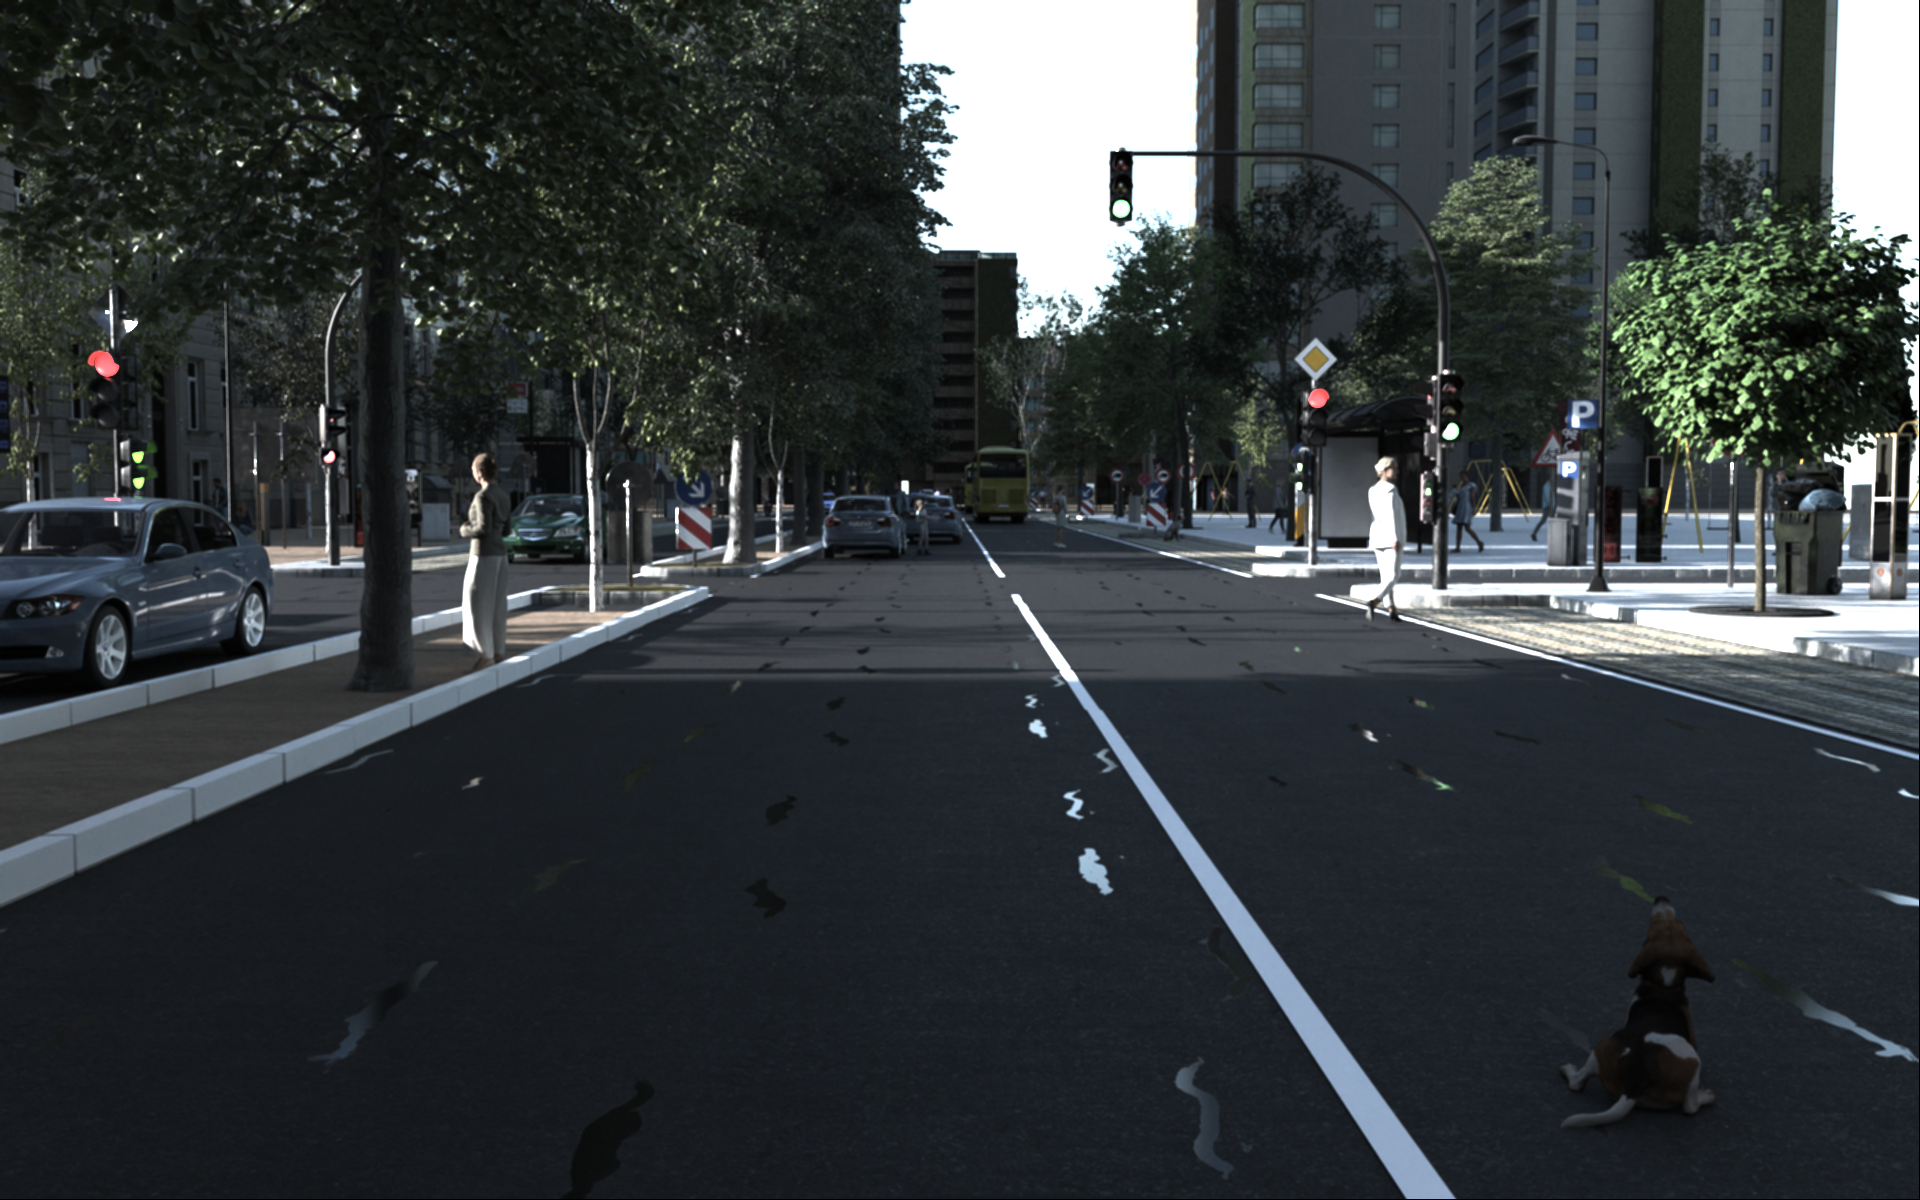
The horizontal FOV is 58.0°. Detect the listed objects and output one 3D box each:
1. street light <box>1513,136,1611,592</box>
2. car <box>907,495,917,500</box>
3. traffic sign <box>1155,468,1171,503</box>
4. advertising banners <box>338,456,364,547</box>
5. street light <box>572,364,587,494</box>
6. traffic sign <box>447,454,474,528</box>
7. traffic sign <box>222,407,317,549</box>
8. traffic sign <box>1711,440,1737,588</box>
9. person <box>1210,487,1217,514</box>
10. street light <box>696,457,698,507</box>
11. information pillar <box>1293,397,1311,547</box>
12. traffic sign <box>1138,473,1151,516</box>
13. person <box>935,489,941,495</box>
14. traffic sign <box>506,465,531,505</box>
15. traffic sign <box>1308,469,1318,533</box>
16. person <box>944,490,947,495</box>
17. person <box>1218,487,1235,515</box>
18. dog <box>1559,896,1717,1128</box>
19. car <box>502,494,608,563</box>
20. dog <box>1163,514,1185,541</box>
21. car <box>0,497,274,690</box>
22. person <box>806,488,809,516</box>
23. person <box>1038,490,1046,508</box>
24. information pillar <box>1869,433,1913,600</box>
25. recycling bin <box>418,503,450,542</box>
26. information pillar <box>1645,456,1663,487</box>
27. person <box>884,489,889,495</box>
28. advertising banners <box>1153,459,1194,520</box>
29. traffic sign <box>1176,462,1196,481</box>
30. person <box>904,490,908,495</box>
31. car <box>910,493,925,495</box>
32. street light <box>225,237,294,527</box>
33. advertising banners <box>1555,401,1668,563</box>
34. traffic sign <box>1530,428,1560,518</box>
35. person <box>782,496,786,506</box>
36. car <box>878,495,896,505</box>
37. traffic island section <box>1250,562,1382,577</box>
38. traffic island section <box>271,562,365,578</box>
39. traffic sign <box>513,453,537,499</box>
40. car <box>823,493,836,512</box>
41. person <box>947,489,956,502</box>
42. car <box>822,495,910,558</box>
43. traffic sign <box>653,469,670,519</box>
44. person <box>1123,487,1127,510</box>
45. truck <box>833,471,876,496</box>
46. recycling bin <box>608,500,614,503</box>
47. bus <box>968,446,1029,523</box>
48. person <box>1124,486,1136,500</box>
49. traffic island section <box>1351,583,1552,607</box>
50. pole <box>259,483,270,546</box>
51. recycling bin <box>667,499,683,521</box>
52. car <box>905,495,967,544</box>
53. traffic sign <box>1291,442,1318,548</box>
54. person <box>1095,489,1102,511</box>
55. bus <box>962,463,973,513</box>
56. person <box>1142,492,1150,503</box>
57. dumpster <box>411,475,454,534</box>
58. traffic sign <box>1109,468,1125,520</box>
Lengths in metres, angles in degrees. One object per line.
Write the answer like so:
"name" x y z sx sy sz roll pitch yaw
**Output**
"street light" 7.865 -3.063 22.624 1.470 5.913 1.316 0 4 0
"car" -1.577 -3.584 70.595 2.014 1.417 4.499 0 4 0
"traffic sign" 9.860 -5.138 84.107 0.768 2.556 0.104 0 4 6
"advertising banners" -14.480 -2.789 41.794 0.090 3.025 2.074 1 4 14
"street light" -13.008 -5.392 60.702 1.470 5.913 1.316 0 4 0
"traffic sign" -16.252 -3.445 56.332 0.884 2.594 0.081 0 4 1
"traffic sign" -16.139 -2.852 40.508 2.265 3.308 0.079 0 4 5
"traffic sign" 10.557 -1.440 23.657 0.768 2.556 0.104 0 4 1
"person" 16.463 -6.438 112.028 0.721 1.743 1.217 1 4 14
"street light" -13.127 -7.182 89.966 1.470 5.913 1.316 0 4 0
"information pillar" 8.388 -3.102 42.078 0.504 3.616 0.183 0 4 -6
"traffic sign" 10.943 -6.279 102.761 0.768 2.556 0.104 0 4 1
"person" -1.719 -8.008 139.294 0.709 1.838 0.599 1 4 20
"traffic sign" -15.145 -3.633 59.408 0.884 2.594 0.081 0 4 1
"traffic sign" 11.409 -3.461 56.696 0.768 2.556 0.104 0 4 4
"person" -1.258 -9.298 160.546 0.705 1.821 1.348 0 3 0
"person" 16.591 -6.189 107.945 1.217 1.736 0.721 -1 4 -16
"dog" 1.621 0.976 4.242 0.748 0.427 0.550 -1 4 -22
"car" -8.699 -1.564 37.367 2.131 1.459 4.920 0 4 -2
"dog" 6.401 -2.197 52.758 0.800 0.831 0.513 3 5 39
"car" -7.141 -0.134 14.201 2.014 1.417 4.499 0 4 -1
"person" -10.048 -6.524 115.183 0.705 1.822 1.348 -2 4 -27
"person" 7.637 -9.383 160.385 0.756 1.711 0.436 1 4 12
"information pillar" 11.320 -1.014 21.073 0.304 2.012 0.304 -2 4 -26
"recycling bin" -14.276 -2.107 47.001 0.722 1.027 0.722 -2 4 -28
"information pillar" 13.501 -1.788 33.721 0.304 2.012 0.304 1 4 19
"person" -5.759 -7.896 137.605 0.705 1.822 1.348 -3 5 -44
"advertising banners" 10.640 -5.518 86.409 2.074 3.025 0.090 1 4 12
"traffic sign" 8.898 -4.163 68.177 0.768 2.556 0.104 0 4 7
"person" -4.448 -7.905 138.300 0.990 1.755 0.434 -1 4 -9
"car" -2.985 -6.961 123.400 1.945 1.707 3.694 0 4 -1
"street light" -12.724 -3.602 31.438 1.470 5.913 1.316 0 4 0
"advertising banners" 12.186 -2.218 32.450 2.074 3.025 0.090 0 4 6
"traffic sign" 11.700 -2.096 34.265 0.884 2.594 0.081 0 4 1
"person" -18.931 -10.600 185.047 0.421 1.427 0.697 3 5 40
"car" -2.633 -3.052 61.905 2.014 1.417 4.499 0 4 -1
"traffic island section" 6.383 -0.549 31.250 2.009 0.180 2.903 0 4 0
"traffic island section" -11.258 -0.540 31.108 2.009 0.180 2.903 0 4 0
"traffic sign" -13.648 -3.316 54.317 0.768 2.556 0.104 0 4 6
"car" -9.583 -7.007 124.161 1.945 1.707 3.694 0 4 -1
"person" -0.596 -6.151 109.627 0.434 1.755 0.990 -3 5 -44
"car" -2.185 -1.716 40.053 2.014 1.417 4.499 0 4 1
"traffic sign" -15.609 -5.533 90.464 0.884 2.594 0.081 0 4 5
"person" 13.325 -8.255 141.031 1.348 1.821 0.705 -2 4 -26
"truck" -8.600 -9.121 145.047 3.469 3.379 9.791 0 4 1
"recycling bin" -15.121 -3.896 76.254 0.722 1.027 0.722 3 5 44
"bus" 1.963 -5.938 88.631 2.896 3.916 12.252 0 4 -1
"person" 11.471 -6.729 116.149 0.705 1.812 1.348 -2 4 -30
"traffic island section" 6.450 -0.060 23.266 2.009 0.180 2.903 0 4 0
"pole" -17.130 -2.983 42.621 0.158 3.312 0.155 0 3 0
"recycling bin" -13.738 -4.334 83.411 0.722 1.027 0.722 0 4 -5
"car" -0.816 -2.402 51.271 2.014 1.417 4.499 0 4 1
"traffic sign" 8.307 -2.533 41.516 0.768 2.556 0.104 1 4 9
"person" 10.682 -7.732 133.934 0.593 1.643 0.415 1 4 8
"bus" 1.589 -8.622 132.517 2.896 3.916 12.252 0 3 0
"person" 14.857 -7.937 136.604 1.217 1.735 0.721 -2 4 -27
"dumpster" -16.616 -2.943 53.874 1.264 1.857 1.865 0 4 0
"traffic sign" 7.619 -5.136 84.079 0.768 2.556 0.104 0 4 8
